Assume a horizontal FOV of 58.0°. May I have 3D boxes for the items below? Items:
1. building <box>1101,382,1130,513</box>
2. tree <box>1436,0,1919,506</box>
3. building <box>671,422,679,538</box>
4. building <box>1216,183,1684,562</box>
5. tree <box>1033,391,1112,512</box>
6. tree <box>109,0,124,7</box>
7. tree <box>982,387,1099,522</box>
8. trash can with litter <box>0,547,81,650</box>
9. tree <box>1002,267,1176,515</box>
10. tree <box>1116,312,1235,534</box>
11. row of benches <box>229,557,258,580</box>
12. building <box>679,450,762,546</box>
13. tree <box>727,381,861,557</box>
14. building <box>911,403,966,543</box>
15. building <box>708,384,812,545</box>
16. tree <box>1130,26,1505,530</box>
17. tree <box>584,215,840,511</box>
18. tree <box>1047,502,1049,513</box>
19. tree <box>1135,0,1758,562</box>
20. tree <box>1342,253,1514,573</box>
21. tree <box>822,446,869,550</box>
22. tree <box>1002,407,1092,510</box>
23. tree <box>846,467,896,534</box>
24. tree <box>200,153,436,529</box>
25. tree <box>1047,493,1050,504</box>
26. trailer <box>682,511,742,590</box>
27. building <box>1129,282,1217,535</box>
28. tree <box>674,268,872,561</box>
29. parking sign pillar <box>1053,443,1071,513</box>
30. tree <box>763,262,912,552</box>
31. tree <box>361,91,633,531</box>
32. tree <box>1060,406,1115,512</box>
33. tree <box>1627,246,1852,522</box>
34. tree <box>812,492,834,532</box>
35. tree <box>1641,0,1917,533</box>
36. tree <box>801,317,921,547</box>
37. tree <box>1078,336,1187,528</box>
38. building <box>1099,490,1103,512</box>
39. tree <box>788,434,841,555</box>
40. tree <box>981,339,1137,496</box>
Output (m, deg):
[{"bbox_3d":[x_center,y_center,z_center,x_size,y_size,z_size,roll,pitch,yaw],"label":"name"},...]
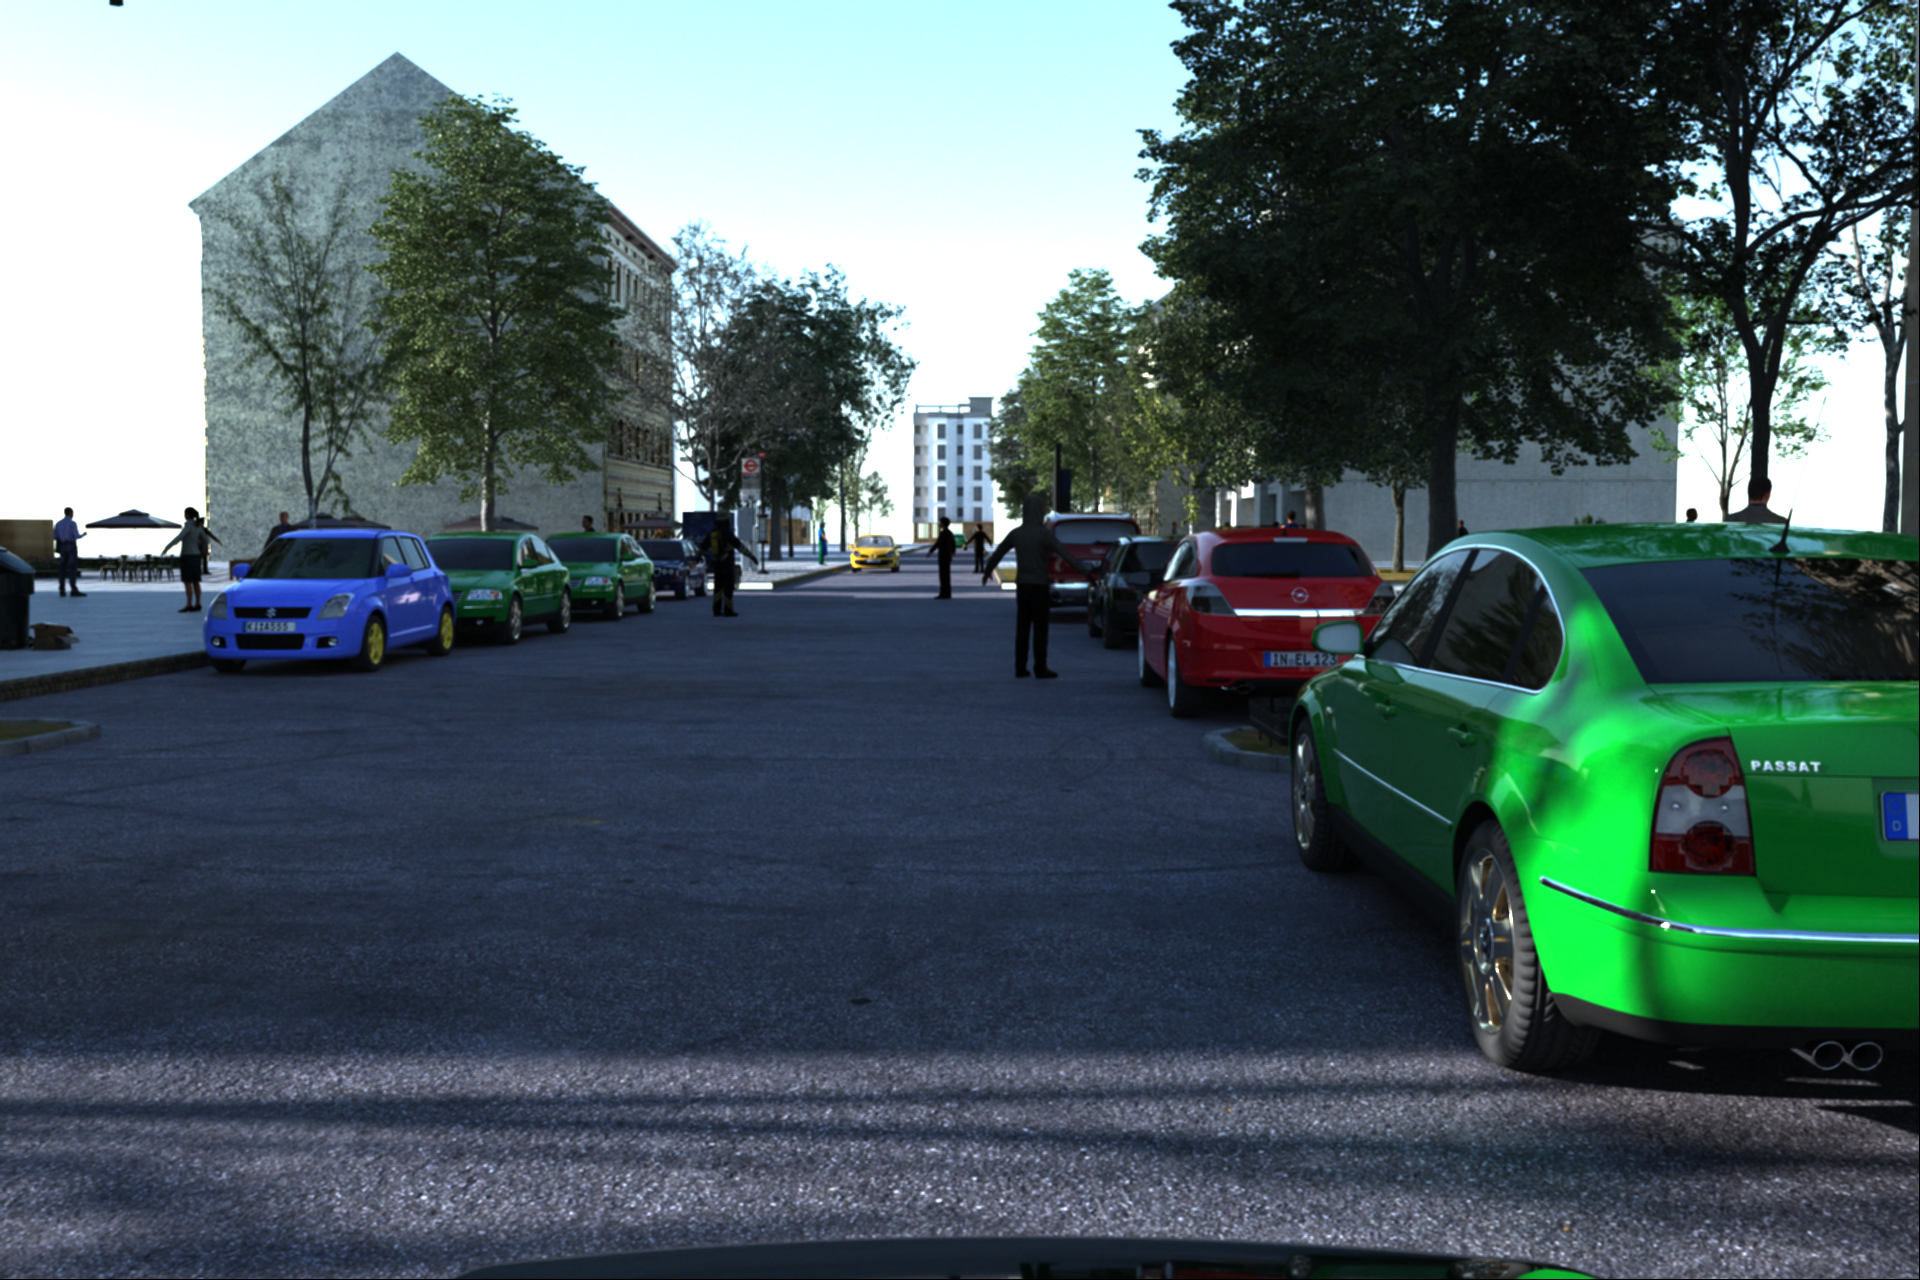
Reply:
[{"bbox_3d":[25.477,-21.908,189.131,19.493,23.208,18.063,0,4,0],"label":"building"},{"bbox_3d":[8.600,-5.104,17.870,7.601,10.594,8.767,-1,4,-23],"label":"tree"},{"bbox_3d":[-23.340,-10.664,116.508,9.099,9.664,28.070,0,4,1],"label":"building"},{"bbox_3d":[24.580,-13.951,94.562,16.747,18.905,31.486,0,4,1],"label":"building"},{"bbox_3d":[5.689,-8.141,83.465,4.737,8.622,4.395,0,3,0],"label":"tree"},{"bbox_3d":[-11.898,-9.839,16.750,12.611,20.169,13.585,0,3,0],"label":"tree"},{"bbox_3d":[6.533,-14.034,136.104,9.857,13.997,8.962,0,3,0],"label":"tree"},{"bbox_3d":[-10.386,-0.485,19.312,1.055,1.170,0.624,0,4,1],"label":"trash can with litter"},{"bbox_3d":[5.542,-9.563,74.478,7.486,12.596,7.792,0,3,0],"label":"tree"},{"bbox_3d":[7.358,-6.484,56.380,4.737,8.622,4.395,0,3,0],"label":"tree"},{"bbox_3d":[-18.224,-2.019,48.481,4.104,0.672,1.422,0,4,-5],"label":"row of benches"},{"bbox_3d":[-25.776,-14.999,187.376,9.099,9.664,28.070,0,4,1],"label":"building"},{"bbox_3d":[-9.371,-9.954,97.162,8.767,10.594,7.601,1,4,12],"label":"tree"},{"bbox_3d":[-6.427,-23.487,242.889,11.380,20.090,16.016,1,4,9],"label":"building"},{"bbox_3d":[-23.820,-21.414,206.544,16.016,20.090,11.380,0,4,0],"label":"building"},{"bbox_3d":[8.770,-8.328,42.822,9.857,13.997,8.962,0,3,0],"label":"tree"},{"bbox_3d":[-9.878,-9.632,67.859,12.009,13.543,11.850,0,3,0],"label":"tree"},{"bbox_3d":[12.149,-19.328,241.772,9.928,11.665,9.643,0,3,0],"label":"tree"},{"bbox_3d":[8.191,-7.513,29.488,9.857,13.997,8.962,0,3,0],"label":"tree"},{"bbox_3d":[14.734,-8.079,57.840,9.928,11.665,9.643,0,3,0],"label":"tree"},{"bbox_3d":[-8.945,-11.326,135.546,4.737,8.622,4.395,0,3,0],"label":"tree"},{"bbox_3d":[6.635,-11.623,124.451,7.601,10.594,8.767,1,4,17],"label":"tree"},{"bbox_3d":[-12.268,-18.689,239.980,7.601,10.594,8.767,0,4,-7],"label":"tree"},{"bbox_3d":[-13.199,-5.146,34.496,4.360,8.622,3.978,0,3,0],"label":"tree"},{"bbox_3d":[6.569,-11.844,144.006,4.360,8.622,3.978,0,3,0],"label":"tree"},{"bbox_3d":[-6.484,-2.272,44.198,1.471,1.999,3.904,0,4,0],"label":"trailer"},{"bbox_3d":[22.342,-17.920,123.924,19.493,23.208,18.063,0,4,0],"label":"building"},{"bbox_3d":[-9.066,-10.833,83.769,9.857,13.997,8.962,0,3,0],"label":"tree"},{"bbox_3d":[3.047,-3.899,52.221,1.447,3.967,1.447,0,4,-1],"label":"parking sign pillar"},{"bbox_3d":[-9.461,-16.388,123.833,12.611,20.169,13.585,0,3,0],"label":"tree"},{"bbox_3d":[-12.107,-7.776,45.263,7.486,12.596,7.792,0,3,0],"label":"tree"},{"bbox_3d":[6.485,-8.716,92.874,4.737,8.622,4.395,0,3,0],"label":"tree"},{"bbox_3d":[27.591,-8.342,62.153,9.928,11.665,9.643,0,3,0],"label":"tree"},{"bbox_3d":[-18.825,-17.700,239.764,4.360,8.622,3.978,0,3,0],"label":"tree"},{"bbox_3d":[23.735,-11.545,44.645,12.611,20.169,13.585,0,3,0],"label":"tree"},{"bbox_3d":[-10.162,-18.124,152.211,12.611,20.169,13.585,0,3,0],"label":"tree"},{"bbox_3d":[6.051,-6.979,64.467,4.360,8.622,3.978,0,3,0],"label":"tree"},{"bbox_3d":[22.501,-16.568,213.038,9.099,9.664,28.070,0,4,1],"label":"building"},{"bbox_3d":[-8.936,-9.638,107.952,4.360,8.622,3.978,0,3,0],"label":"tree"},{"bbox_3d":[6.412,-12.108,108.335,12.009,13.543,11.850,0,3,0],"label":"tree"}]
